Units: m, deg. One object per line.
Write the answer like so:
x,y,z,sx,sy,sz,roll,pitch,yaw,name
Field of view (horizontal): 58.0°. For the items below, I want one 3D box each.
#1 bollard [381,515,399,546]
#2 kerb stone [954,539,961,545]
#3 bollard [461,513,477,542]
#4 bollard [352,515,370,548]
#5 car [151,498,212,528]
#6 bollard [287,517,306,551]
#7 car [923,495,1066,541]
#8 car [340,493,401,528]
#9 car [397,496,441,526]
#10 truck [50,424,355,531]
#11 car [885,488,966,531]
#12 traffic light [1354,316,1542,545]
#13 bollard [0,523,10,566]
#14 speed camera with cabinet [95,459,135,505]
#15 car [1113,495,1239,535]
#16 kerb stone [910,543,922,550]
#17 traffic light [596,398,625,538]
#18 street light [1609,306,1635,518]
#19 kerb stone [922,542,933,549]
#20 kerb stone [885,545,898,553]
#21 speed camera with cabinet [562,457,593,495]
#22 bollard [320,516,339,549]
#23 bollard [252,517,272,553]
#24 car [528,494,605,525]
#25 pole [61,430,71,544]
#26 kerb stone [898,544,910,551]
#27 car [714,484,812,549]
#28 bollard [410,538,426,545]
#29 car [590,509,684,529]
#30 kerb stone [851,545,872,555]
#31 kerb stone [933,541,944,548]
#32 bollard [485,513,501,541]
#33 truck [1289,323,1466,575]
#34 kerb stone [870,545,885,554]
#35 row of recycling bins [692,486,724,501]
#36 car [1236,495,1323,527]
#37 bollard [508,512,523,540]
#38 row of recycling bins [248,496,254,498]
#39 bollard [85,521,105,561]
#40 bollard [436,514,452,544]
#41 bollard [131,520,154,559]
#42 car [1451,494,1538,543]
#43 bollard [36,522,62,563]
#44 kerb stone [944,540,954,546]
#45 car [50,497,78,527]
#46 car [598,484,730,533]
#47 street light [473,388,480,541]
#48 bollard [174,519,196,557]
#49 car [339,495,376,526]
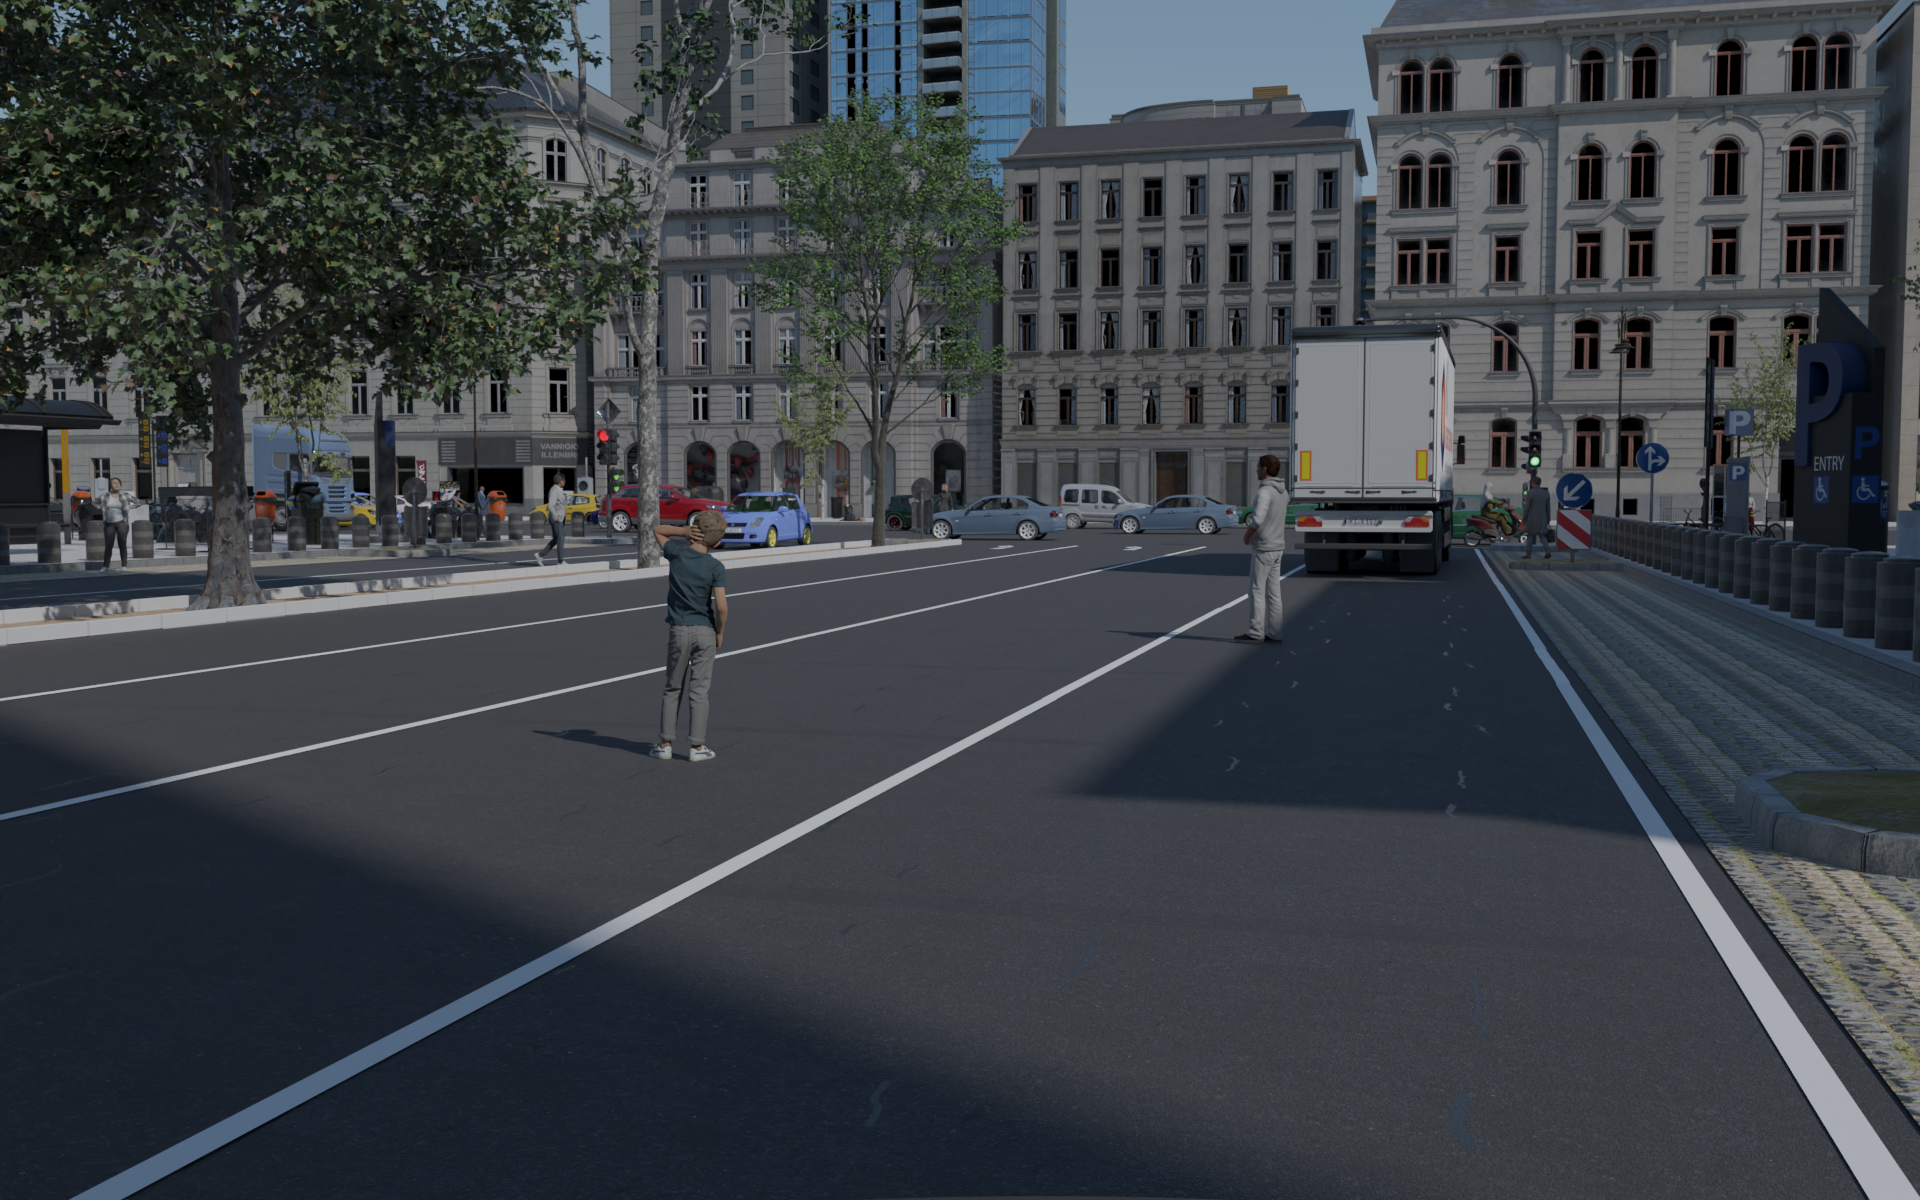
-14.050,-1.710,42.678,0.404,0.777,0.398,0,3,0,bollard
-0.149,-1.619,48.665,0.120,0.150,1.000,1,4,15,kerb stone
-13.085,-1.923,46.156,0.404,0.777,0.398,0,3,0,bollard
-14.368,-1.639,41.519,0.404,0.777,0.398,0,3,0,bollard
-32.613,-3.690,72.330,4.499,1.417,2.014,1,4,17,car
-15.015,-1.498,39.204,0.404,0.777,0.398,0,3,0,bollard
1.062,-2.587,54.293,4.499,1.417,2.014,1,4,14,car
-25.665,-3.930,73.848,3.694,1.707,1.945,1,4,17,car
-25.508,-3.985,77.516,4.827,1.381,2.083,1,4,15,car
-32.261,-4.844,68.963,18.799,4.110,2.967,1,4,16,truck
-1.016,-3.543,67.711,4.222,1.686,2.009,1,4,14,car
12.469,-4.258,44.289,4.771,5.953,1.251,1,4,15,traffic light
-17.272,-1.000,31.065,0.404,0.777,0.398,0,3,0,bollard
-48.423,-6.415,99.225,2.038,3.252,0.660,-2,4,-29,speed camera with cabinet
7.737,-3.072,62.233,4.499,1.417,2.014,1,4,17,car
-1.249,-1.374,44.695,0.120,0.150,1.000,1,4,15,kerb stone
-10.275,-3.779,50.703,0.839,4.253,0.868,1,4,15,traffic light
16.274,-4.278,42.727,0.468,5.910,1.993,1,4,15,street light
-0.971,-1.437,45.689,0.120,0.150,1.000,1,4,15,kerb stone
-1.803,-1.254,42.706,0.120,0.150,1.000,1,4,15,kerb stone
-20.869,-6.061,93.441,2.038,3.252,0.660,1,4,10,speed camera with cabinet
-14.689,-1.568,40.361,0.404,0.777,0.398,0,3,0,bollard
-15.334,-1.427,38.046,0.404,0.777,0.398,0,3,0,bollard
-18.029,-4.286,80.292,3.980,1.641,2.015,1,4,14,car
-22.746,-3.071,44.059,0.158,3.312,0.155,0,3,0,pole
-1.530,-1.314,43.704,0.120,0.150,1.000,1,4,15,kerb stone
-5.307,-2.231,46.069,1.945,1.707,3.694,1,4,17,car
-13.728,-1.781,43.836,0.404,0.777,0.398,0,3,0,bollard
-13.120,-3.577,71.064,3.894,1.354,1.945,1,4,16,car
-2.347,-1.133,40.722,0.120,0.150,1.000,1,4,15,kerb stone
-0.696,-1.496,46.687,0.120,0.150,1.000,1,4,15,kerb stone
-12.761,-1.994,47.318,0.404,0.777,0.398,0,3,0,bollard
8.375,-2.764,34.104,2.839,4.237,11.283,1,4,17,truck
-2.077,-1.194,41.717,0.120,0.150,1.000,1,4,15,kerb stone
-12.812,-4.946,87.986,1.069,1.692,3.534,-2,4,-25,row of recycling bins
13.804,-3.708,72.425,4.920,1.459,2.131,1,4,14,car
-12.443,-2.065,48.477,0.404,0.777,0.398,0,3,0,bollard
-38.577,-5.496,96.968,3.534,1.692,1.069,1,4,20,row of recycling bins
-16.633,-1.142,33.382,0.404,0.777,0.398,0,3,0,bollard
-13.409,-1.852,44.998,0.404,0.777,0.398,0,3,0,bollard
-16.306,-1.213,34.553,0.404,0.777,0.398,0,3,0,bollard
13.931,-2.288,49.203,4.920,1.459,2.131,1,4,17,car
-16.951,-1.071,32.224,0.404,0.777,0.398,0,3,0,bollard
-0.427,-1.557,47.677,0.120,0.150,1.000,1,4,15,kerb stone
-39.706,-3.823,74.509,4.499,1.417,2.014,1,4,17,car
-10.882,-3.426,64.694,5.304,1.827,2.281,1,4,17,car
-13.287,-4.568,47.470,0.468,5.910,1.993,1,4,15,street light
-15.981,-1.285,35.721,0.404,0.777,0.398,0,3,0,bollard
-24.852,-3.679,70.380,3.980,1.641,2.015,1,4,16,car
